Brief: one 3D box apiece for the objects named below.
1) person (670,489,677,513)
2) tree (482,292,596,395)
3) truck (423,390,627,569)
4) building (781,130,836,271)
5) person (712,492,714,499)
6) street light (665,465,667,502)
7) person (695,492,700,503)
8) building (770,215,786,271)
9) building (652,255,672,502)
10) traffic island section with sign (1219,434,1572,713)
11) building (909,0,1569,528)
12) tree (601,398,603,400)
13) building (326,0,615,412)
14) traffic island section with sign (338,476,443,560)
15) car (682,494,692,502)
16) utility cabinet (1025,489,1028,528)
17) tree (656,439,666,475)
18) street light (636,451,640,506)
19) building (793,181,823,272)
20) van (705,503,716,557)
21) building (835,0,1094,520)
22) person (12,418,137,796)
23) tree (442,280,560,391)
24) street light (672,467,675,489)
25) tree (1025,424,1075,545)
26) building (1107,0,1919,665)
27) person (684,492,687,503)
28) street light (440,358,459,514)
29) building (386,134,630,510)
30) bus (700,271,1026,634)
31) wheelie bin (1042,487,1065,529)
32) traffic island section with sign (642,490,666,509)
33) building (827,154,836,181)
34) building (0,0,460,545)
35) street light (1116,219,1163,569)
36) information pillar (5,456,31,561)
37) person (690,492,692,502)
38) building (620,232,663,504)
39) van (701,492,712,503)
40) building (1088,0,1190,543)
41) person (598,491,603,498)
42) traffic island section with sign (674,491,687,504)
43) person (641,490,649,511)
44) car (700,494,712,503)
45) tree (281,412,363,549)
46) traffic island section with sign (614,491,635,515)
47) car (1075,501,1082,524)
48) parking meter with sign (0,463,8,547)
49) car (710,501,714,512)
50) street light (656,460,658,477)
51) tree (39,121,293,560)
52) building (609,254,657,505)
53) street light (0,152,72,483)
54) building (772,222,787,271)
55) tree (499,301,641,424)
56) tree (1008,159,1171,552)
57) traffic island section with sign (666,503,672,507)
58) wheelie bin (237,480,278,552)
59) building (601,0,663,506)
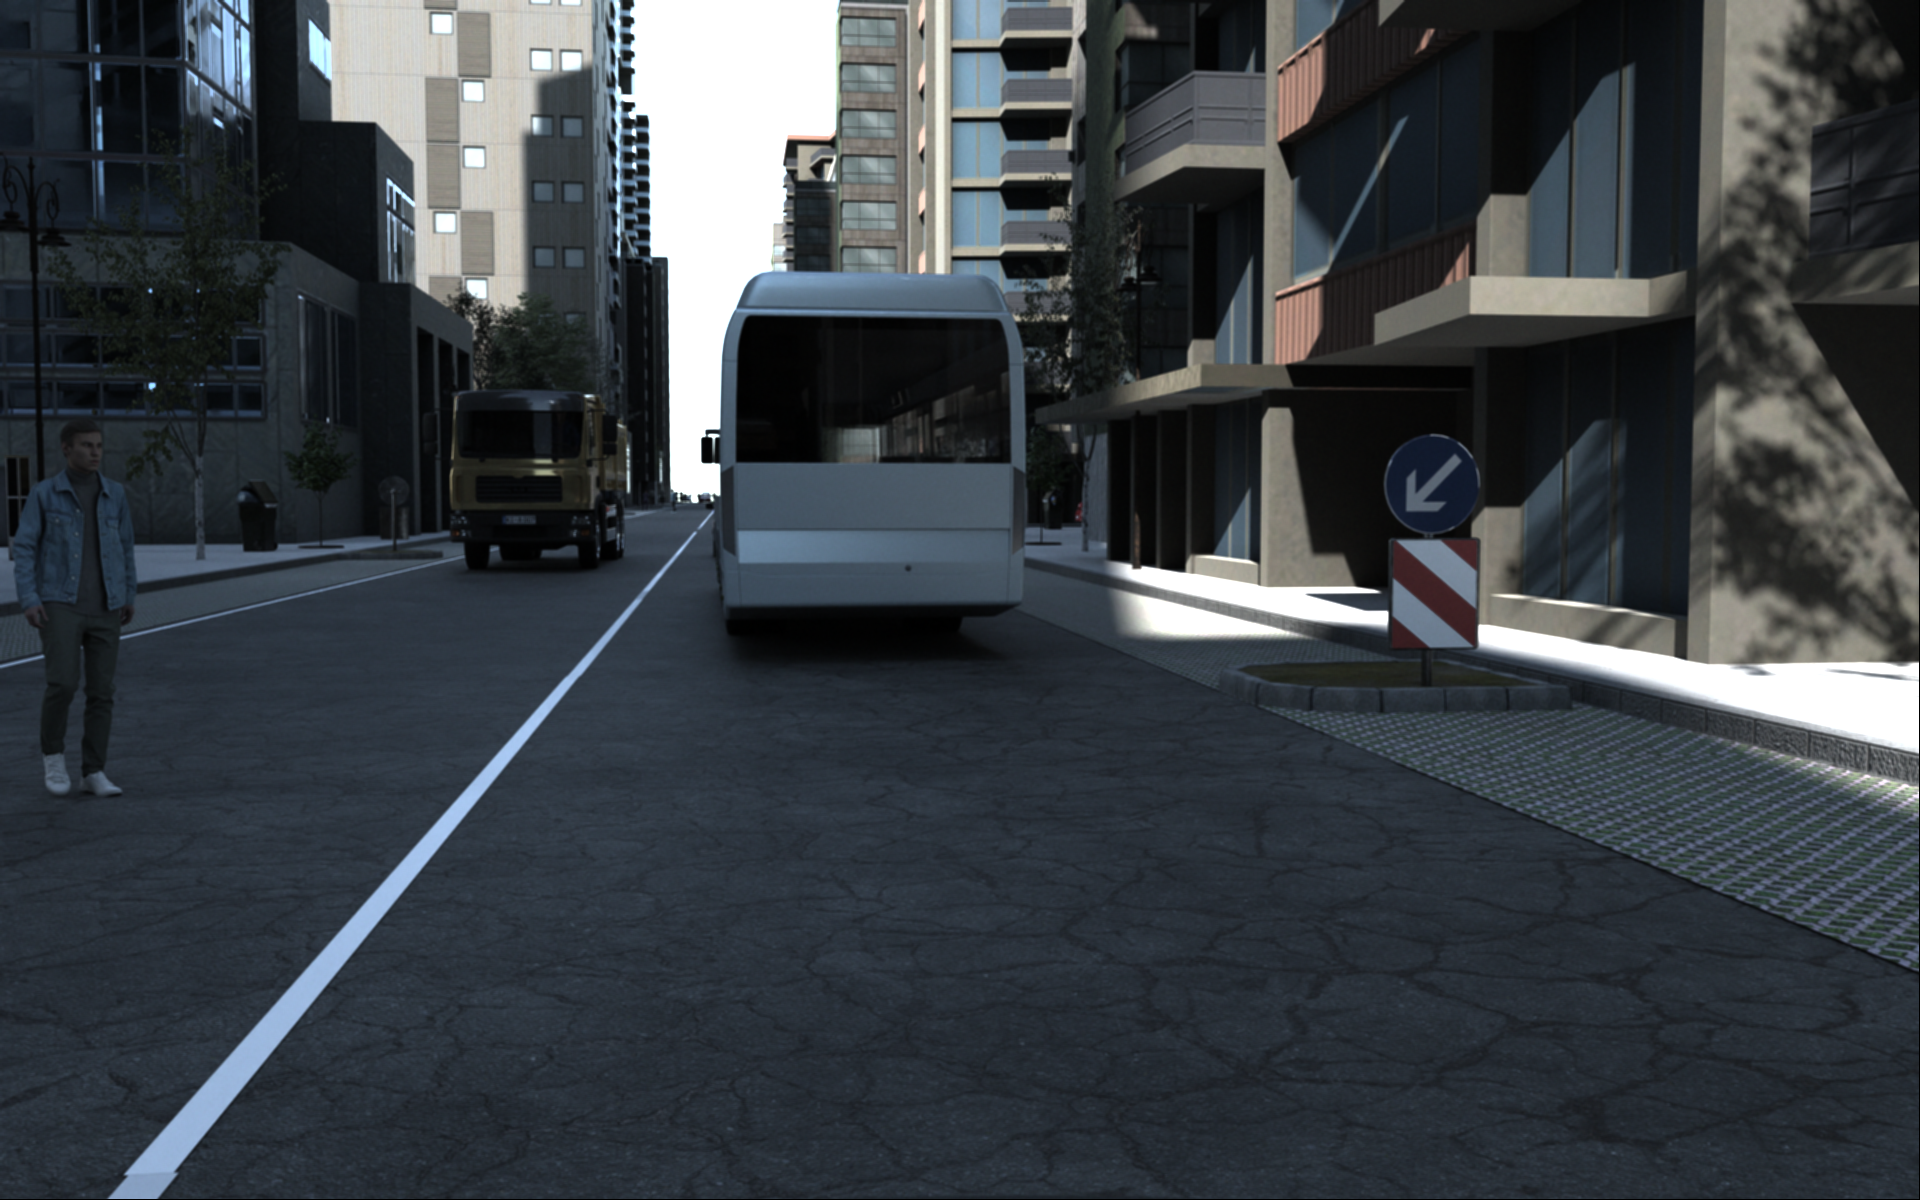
[{"bbox_3d":[-21.836,-7.565,132.208,0.620,1.820,0.660,1,4,12],"label":"person"},{"bbox_3d":[-23.890,-10.993,97.861,7.486,12.596,7.792,0,3,0],"label":"tree"},{"bbox_3d":[-8.428,-2.406,35.260,3.469,3.379,9.791,0,4,-7],"label":"truck"},{"bbox_3d":[-10.189,-33.928,209.351,22.147,44.769,28.867,0,4,-8],"label":"building"},{"bbox_3d":[-41.678,-17.395,293.045,1.348,1.807,0.705,1,4,12],"label":"person"},{"bbox_3d":[-44.904,-17.868,264.936,0.468,5.910,1.993,0,4,-8],"label":"street light"},{"bbox_3d":[-40.060,-15.621,264.433,0.750,1.759,0.617,-2,4,-35],"label":"person"},{"bbox_3d":[-21.329,-41.101,295.696,21.300,48.544,21.600,0,4,-8],"label":"building"},{"bbox_3d":[-55.719,-37.033,289.081,14.154,41.232,14.086,0,4,-8],"label":"building"},{"bbox_3d":[2.922,-0.220,12.227,1.989,1.847,2.006,0,4,-8],"label":"traffic island section with sign"},{"bbox_3d":[10.288,-26.230,83.480,28.867,44.769,22.147,0,4,-8],"label":"building"},{"bbox_3d":[-27.493,-11.017,130.497,4.360,8.622,3.978,0,3,0],"label":"tree"},{"bbox_3d":[-45.603,-34.661,155.944,28.713,52.752,27.495,0,4,-8],"label":"building"},{"bbox_3d":[-12.566,-1.819,38.372,1.989,1.847,2.006,0,4,-8],"label":"traffic island section with sign"},{"bbox_3d":[-46.731,-17.320,295.181,2.014,1.417,4.499,0,4,-8],"label":"car"},{"bbox_3d":[1.932,-3.438,64.895,1.173,1.500,0.318,1,4,17],"label":"utility cabinet"},{"bbox_3d":[-39.630,-16.564,221.179,4.737,8.622,4.395,0,3,0],"label":"tree"},{"bbox_3d":[-33.852,-12.802,182.102,0.468,5.910,1.993,0,4,-8],"label":"street light"},{"bbox_3d":[-8.628,-23.924,162.853,14.160,30.474,14.107,0,4,-8],"label":"building"},{"bbox_3d":[-4.983,-2.065,40.776,2.013,2.044,4.112,0,4,-8],"label":"van"},{"bbox_3d":[-0.574,-20.345,104.343,14.160,30.474,14.107,0,4,-8],"label":"building"},{"bbox_3d":[-4.176,0.039,8.207,0.444,1.785,0.601,3,5,43],"label":"person"},{"bbox_3d":[-21.004,-8.682,76.356,7.601,10.594,8.767,0,4,-2],"label":"tree"},{"bbox_3d":[-49.636,-20.027,300.229,0.468,5.910,1.993,0,4,-8],"label":"street light"},{"bbox_3d":[2.183,-3.015,43.900,1.663,3.219,1.824,0,3,0],"label":"tree"},{"bbox_3d":[14.048,-22.416,21.130,22.147,44.769,28.867,0,4,-8],"label":"building"},{"bbox_3d":[-43.305,-16.124,273.051,0.541,1.710,0.530,0,4,-5],"label":"person"},{"bbox_3d":[-17.339,-5.275,59.040,0.468,5.910,1.993,0,4,-8],"label":"street light"},{"bbox_3d":[-46.405,-53.308,184.259,22.319,86.520,31.000,0,4,-8],"label":"building"},{"bbox_3d":[-1.667,-1.598,20.979,2.948,3.499,13.247,-1,4,-8],"label":"bus"},{"bbox_3d":[3.398,-3.371,63.028,0.693,1.594,0.980,-1,4,-18],"label":"wheelie bin"},{"bbox_3d":[-30.183,-9.870,170.007,1.989,1.847,2.006,0,4,-8],"label":"traffic island section with sign"},{"bbox_3d":[-1.112,-30.058,183.324,32.217,40.220,23.993,0,4,-8],"label":"building"},{"bbox_3d":[-32.341,-45.117,50.341,31.000,86.520,22.319,0,4,-8],"label":"building"},{"bbox_3d":[3.022,-3.463,29.402,0.468,5.910,1.993,0,4,-8],"label":"street light"},{"bbox_3d":[-18.195,-1.774,33.498,0.304,2.012,0.304,1,4,14],"label":"information pillar"},{"bbox_3d":[-46.934,-17.928,301.482,0.599,1.838,0.709,0,4,7],"label":"person"},{"bbox_3d":[-57.611,-33.399,237.948,32.217,40.220,23.993,0,4,-8],"label":"building"},{"bbox_3d":[-41.340,-16.819,282.001,2.013,2.044,4.112,-1,4,-9],"label":"van"},{"bbox_3d":[10.157,-17.067,50.741,14.160,30.474,14.107,0,4,-8],"label":"building"},{"bbox_3d":[-10.509,-2.555,50.546,0.520,1.790,0.573,1,4,19],"label":"person"},{"bbox_3d":[-41.111,-14.858,251.552,1.989,1.847,2.006,0,4,-8],"label":"traffic island section with sign"},{"bbox_3d":[-27.252,-8.623,149.933,0.683,1.767,0.568,-1,4,-17],"label":"person"},{"bbox_3d":[-39.748,-15.944,269.719,2.155,1.783,4.494,0,4,-8],"label":"car"},{"bbox_3d":[-15.349,-2.849,41.184,1.663,3.219,1.824,0,3,0],"label":"tree"},{"bbox_3d":[-23.391,-6.764,119.219,1.989,1.847,2.006,0,4,-8],"label":"traffic island section with sign"},{"bbox_3d":[6.881,-3.703,69.584,4.494,1.783,2.155,0,4,-7],"label":"car"},{"bbox_3d":[-23.033,-2.793,41.925,1.738,3.016,0.543,-2,4,-30],"label":"parking meter with sign"},{"bbox_3d":[-10.562,-4.313,80.110,1.945,1.707,3.694,-1,4,-9],"label":"car"},{"bbox_3d":[-40.277,-15.722,229.843,0.468,5.910,1.993,0,4,-8],"label":"street light"},{"bbox_3d":[-15.128,-5.099,33.738,4.737,8.622,4.395,0,3,0],"label":"tree"},{"bbox_3d":[-44.143,-26.745,208.983,14.160,30.474,14.107,0,4,-8],"label":"building"},{"bbox_3d":[-12.719,-3.125,23.886,0.468,5.910,1.993,0,4,-8],"label":"street light"},{"bbox_3d":[-21.396,-35.416,262.643,14.154,41.232,14.086,0,4,-8],"label":"building"},{"bbox_3d":[-25.382,-12.214,110.069,12.009,13.543,11.850,0,3,0],"label":"tree"},{"bbox_3d":[2.772,-5.401,38.665,4.360,8.622,3.978,0,3,0],"label":"tree"},{"bbox_3d":[-33.792,-11.514,196.888,1.989,1.847,2.006,0,4,-8],"label":"traffic island section with sign"},{"bbox_3d":[-15.766,-1.891,38.828,0.693,1.594,0.980,0,4,8],"label":"wheelie bin"},{"bbox_3d":[-56.982,-58.231,264.745,22.319,86.520,31.000,0,4,-8],"label":"building"}]
